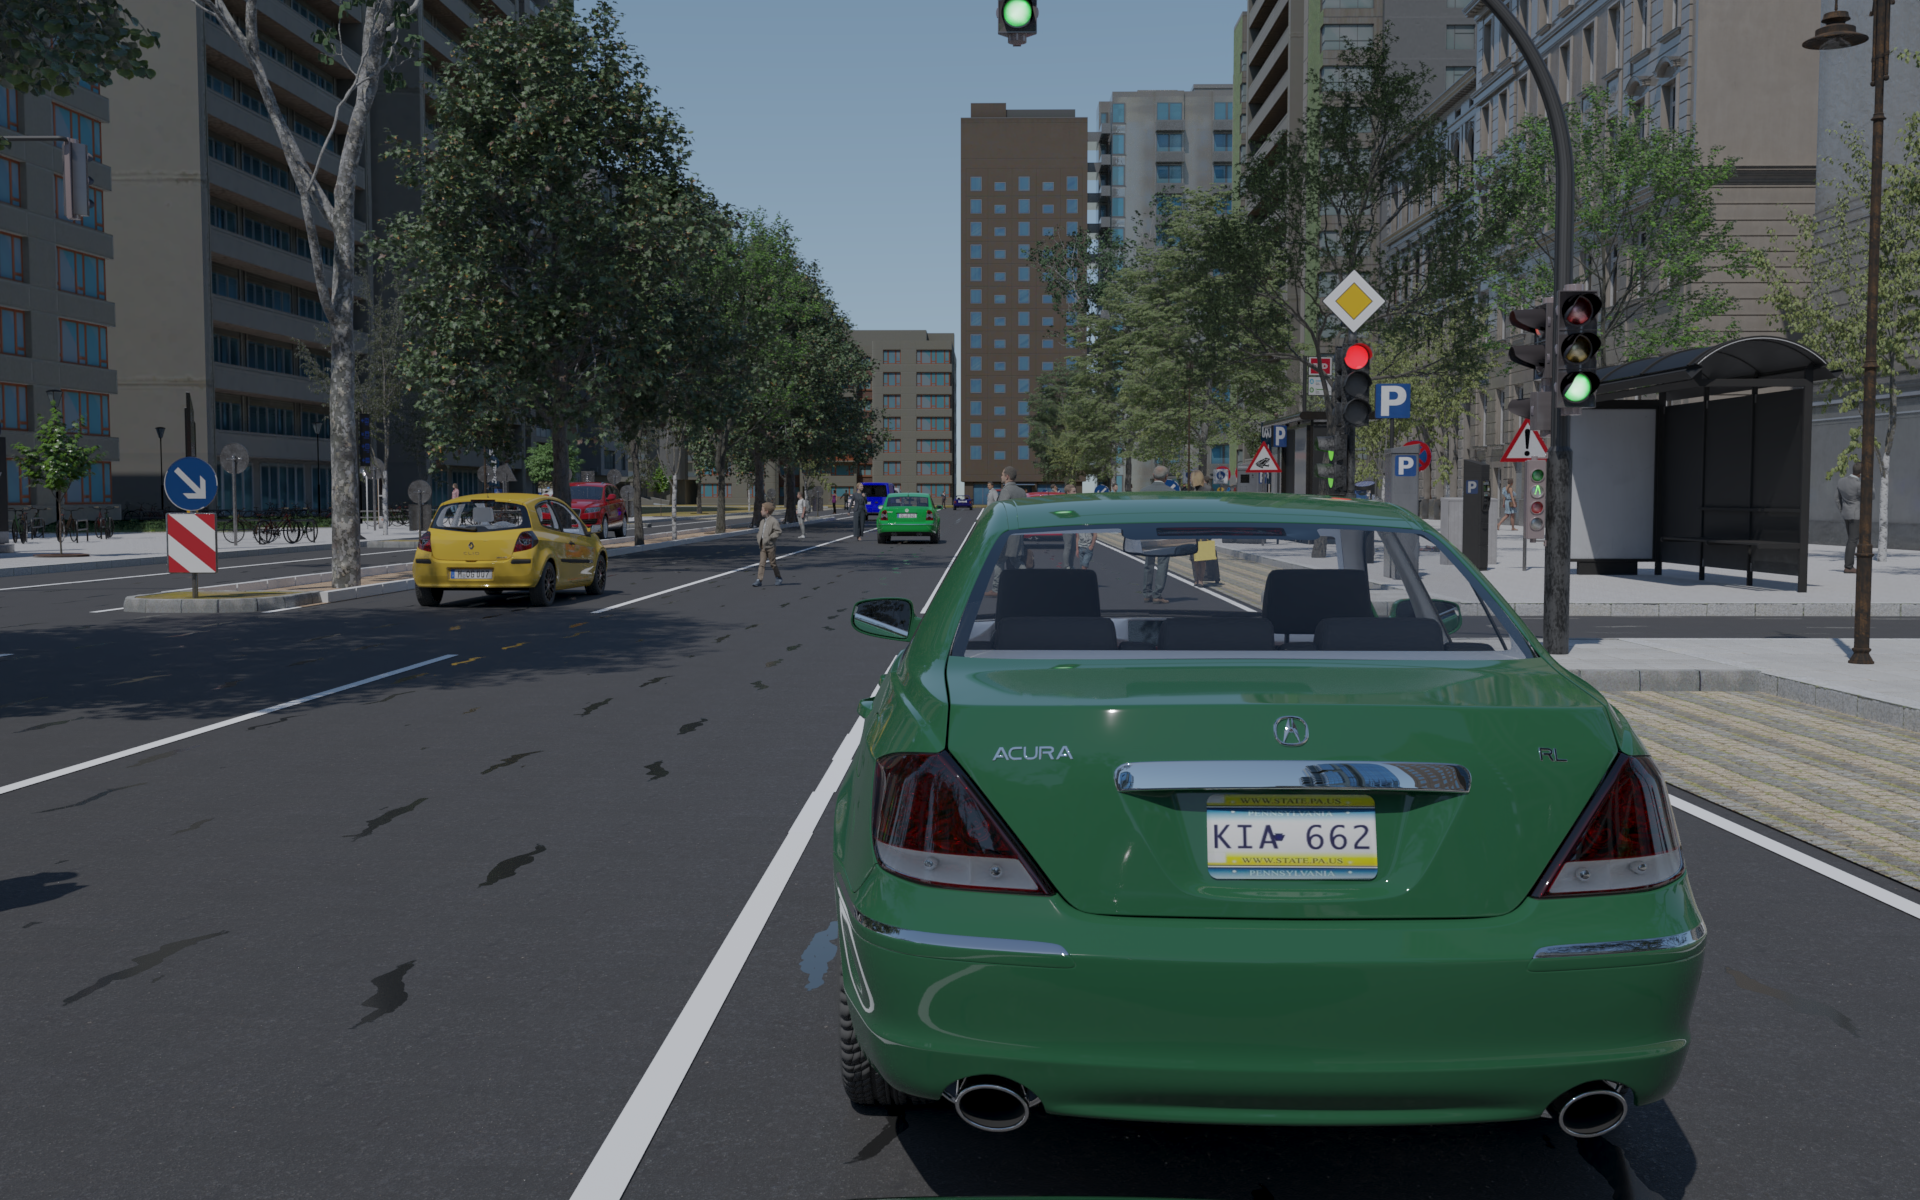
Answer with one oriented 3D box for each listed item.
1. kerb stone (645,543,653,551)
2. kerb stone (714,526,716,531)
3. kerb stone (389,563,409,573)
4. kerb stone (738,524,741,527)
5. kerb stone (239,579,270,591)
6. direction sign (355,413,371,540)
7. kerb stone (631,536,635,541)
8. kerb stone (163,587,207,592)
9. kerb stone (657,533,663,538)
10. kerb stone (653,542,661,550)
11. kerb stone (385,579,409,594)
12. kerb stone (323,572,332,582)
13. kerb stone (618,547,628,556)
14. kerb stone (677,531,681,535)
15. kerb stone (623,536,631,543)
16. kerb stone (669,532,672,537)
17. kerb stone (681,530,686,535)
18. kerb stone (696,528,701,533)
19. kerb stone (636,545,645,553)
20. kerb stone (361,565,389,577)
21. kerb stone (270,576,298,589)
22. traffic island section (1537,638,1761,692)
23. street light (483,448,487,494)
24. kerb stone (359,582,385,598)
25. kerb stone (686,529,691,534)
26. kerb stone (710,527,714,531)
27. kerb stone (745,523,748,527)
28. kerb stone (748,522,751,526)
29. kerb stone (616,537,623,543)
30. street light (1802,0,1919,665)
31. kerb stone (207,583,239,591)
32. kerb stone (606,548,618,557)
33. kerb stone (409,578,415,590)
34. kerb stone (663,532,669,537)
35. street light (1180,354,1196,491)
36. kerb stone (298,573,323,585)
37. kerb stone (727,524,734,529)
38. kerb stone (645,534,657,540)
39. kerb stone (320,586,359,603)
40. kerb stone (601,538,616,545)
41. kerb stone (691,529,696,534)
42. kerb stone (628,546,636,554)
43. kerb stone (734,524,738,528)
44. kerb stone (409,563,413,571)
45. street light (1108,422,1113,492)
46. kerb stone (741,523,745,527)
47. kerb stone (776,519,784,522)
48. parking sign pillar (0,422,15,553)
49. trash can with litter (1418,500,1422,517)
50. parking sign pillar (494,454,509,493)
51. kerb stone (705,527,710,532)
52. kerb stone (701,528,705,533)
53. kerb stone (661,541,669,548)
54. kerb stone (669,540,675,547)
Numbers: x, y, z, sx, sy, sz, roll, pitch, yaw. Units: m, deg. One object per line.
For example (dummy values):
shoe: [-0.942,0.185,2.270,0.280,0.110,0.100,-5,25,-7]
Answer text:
kerb stone: [-7.968,-1.317,43.727,0.120,0.150,1.000,0,4,1]
kerb stone: [-9.630,-2.763,67.375,0.120,0.150,1.000,0,4,1]
kerb stone: [-10.285,-0.566,31.472,0.120,0.150,1.000,0,4,1]
kerb stone: [-9.515,-3.139,73.517,0.120,0.150,1.000,0,4,1]
kerb stone: [-10.399,-0.185,25.320,0.120,0.150,1.000,0,4,1]
direction sign: [-16.899,-3.464,48.632,0.379,3.537,0.876,2,4,30]
kerb stone: [-9.914,-1.823,51.996,0.120,0.150,1.000,0,4,1]
kerb stone: [-10.429,-0.065,23.262,0.120,0.150,1.000,0,4,1]
kerb stone: [-9.842,-2.066,56.087,0.120,0.150,1.000,0,4,1]
kerb stone: [-7.946,-1.380,44.765,0.120,0.150,1.000,0,4,1]
kerb stone: [-8.298,-0.187,25.260,0.120,0.150,1.000,0,4,1]
kerb stone: [-10.337,-0.377,28.402,0.120,0.150,1.000,0,4,1]
kerb stone: [-8.016,-1.127,40.628,0.120,0.150,1.000,0,4,1]
kerb stone: [-9.781,-2.258,59.169,0.120,0.150,1.000,0,4,1]
kerb stone: [-9.932,-1.760,50.969,0.120,0.150,1.000,0,4,1]
kerb stone: [-9.796,-2.198,58.147,0.120,0.150,1.000,0,4,1]
kerb stone: [-9.761,-2.318,60.200,0.120,0.150,1.000,0,4,1]
kerb stone: [-9.701,-2.513,63.276,0.120,0.150,1.000,0,4,1]
kerb stone: [-7.988,-1.254,42.696,0.120,0.150,1.000,0,4,1]
kerb stone: [-10.315,-0.505,30.450,0.120,0.150,1.000,0,4,1]
kerb stone: [-10.380,-0.254,26.352,0.120,0.150,1.000,0,4,1]
traffic island section: [4.801,0.510,13.942,2.009,0.180,2.903,0,4,1]
street light: [-16.965,-5.446,61.825,0.468,5.910,1.993,0,4,1]
kerb stone: [-8.319,-0.125,24.238,0.120,0.150,1.000,0,4,1]
kerb stone: [-9.741,-2.385,61.222,0.120,0.150,1.000,0,4,1]
kerb stone: [-9.646,-2.700,66.347,0.120,0.150,1.000,0,4,1]
kerb stone: [-9.472,-3.264,75.564,0.120,0.150,1.000,0,4,1]
kerb stone: [-9.452,-3.327,76.586,0.120,0.150,1.000,0,4,1]
kerb stone: [-9.957,-1.697,49.947,0.120,0.150,1.000,0,4,1]
street light: [6.825,-2.456,12.939,0.468,5.910,1.993,0,4,1]
kerb stone: [-10.421,-0.122,24.284,0.120,0.150,1.000,0,4,1]
kerb stone: [-8.037,-1.065,39.605,0.120,0.150,1.000,0,4,1]
kerb stone: [-8.279,-0.248,26.283,0.120,0.150,1.000,0,4,1]
kerb stone: [-9.822,-2.136,57.114,0.120,0.150,1.000,0,4,1]
street light: [7.584,-5.171,57.336,0.468,5.910,1.993,0,4,1]
kerb stone: [-10.357,-0.317,27.379,0.120,0.150,1.000,0,4,1]
kerb stone: [-9.555,-3.008,71.467,0.120,0.150,1.000,0,4,1]
kerb stone: [-9.855,-2.005,55.065,0.120,0.150,1.000,0,4,1]
kerb stone: [-8.341,-0.060,23.217,0.120,0.150,1.000,0,4,1]
kerb stone: [-9.972,-1.635,48.925,0.120,0.150,1.000,0,4,1]
kerb stone: [-9.719,-2.450,62.245,0.120,0.150,1.000,0,4,1]
kerb stone: [-8.006,-1.190,41.660,0.120,0.150,1.000,0,4,1]
kerb stone: [-9.529,-3.074,72.495,0.120,0.150,1.000,0,4,1]
kerb stone: [-10.267,-0.622,32.503,0.120,0.150,1.000,0,4,1]
street light: [8.405,-7.570,96.557,0.468,5.910,1.993,0,4,1]
kerb stone: [-9.494,-3.201,74.539,0.120,0.150,1.000,0,4,1]
kerb stone: [-9.243,-4.077,88.894,0.120,0.150,1.000,0,4,1]
parking sign pillar: [-21.390,-3.003,37.576,1.447,3.967,1.447,1,4,20]
trash can with litter: [10.279,-1.703,38.898,1.678,1.210,2.233,-1,4,-19]
parking sign pillar: [-20.609,-5.462,77.777,1.447,3.967,1.447,0,4,-3]
kerb stone: [-9.673,-2.635,65.324,0.120,0.150,1.000,0,4,1]
kerb stone: [-9.688,-2.575,64.298,0.120,0.150,1.000,0,4,1]
kerb stone: [-7.926,-1.437,45.795,0.120,0.150,1.000,0,4,1]
kerb stone: [-7.912,-1.504,46.821,0.120,0.150,1.000,0,4,1]
